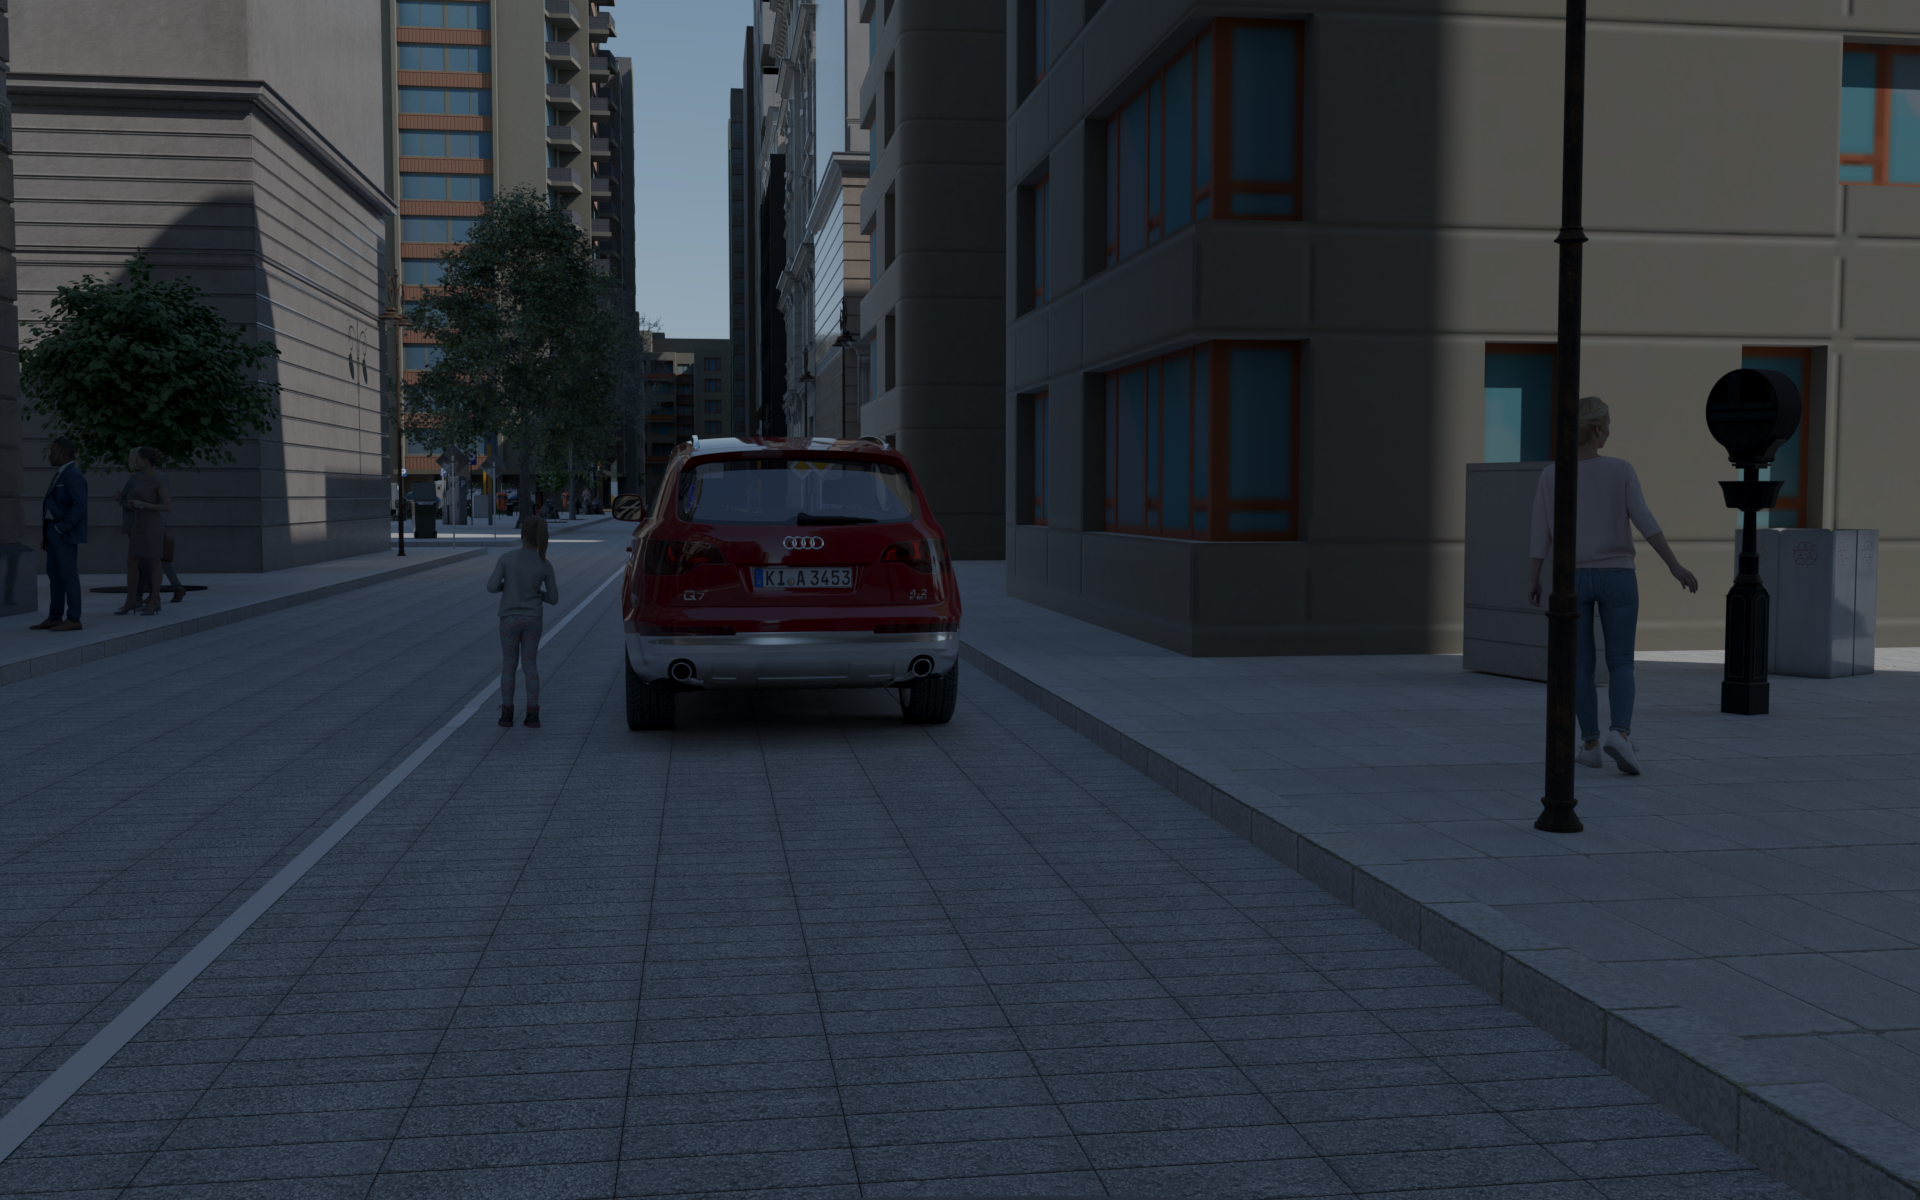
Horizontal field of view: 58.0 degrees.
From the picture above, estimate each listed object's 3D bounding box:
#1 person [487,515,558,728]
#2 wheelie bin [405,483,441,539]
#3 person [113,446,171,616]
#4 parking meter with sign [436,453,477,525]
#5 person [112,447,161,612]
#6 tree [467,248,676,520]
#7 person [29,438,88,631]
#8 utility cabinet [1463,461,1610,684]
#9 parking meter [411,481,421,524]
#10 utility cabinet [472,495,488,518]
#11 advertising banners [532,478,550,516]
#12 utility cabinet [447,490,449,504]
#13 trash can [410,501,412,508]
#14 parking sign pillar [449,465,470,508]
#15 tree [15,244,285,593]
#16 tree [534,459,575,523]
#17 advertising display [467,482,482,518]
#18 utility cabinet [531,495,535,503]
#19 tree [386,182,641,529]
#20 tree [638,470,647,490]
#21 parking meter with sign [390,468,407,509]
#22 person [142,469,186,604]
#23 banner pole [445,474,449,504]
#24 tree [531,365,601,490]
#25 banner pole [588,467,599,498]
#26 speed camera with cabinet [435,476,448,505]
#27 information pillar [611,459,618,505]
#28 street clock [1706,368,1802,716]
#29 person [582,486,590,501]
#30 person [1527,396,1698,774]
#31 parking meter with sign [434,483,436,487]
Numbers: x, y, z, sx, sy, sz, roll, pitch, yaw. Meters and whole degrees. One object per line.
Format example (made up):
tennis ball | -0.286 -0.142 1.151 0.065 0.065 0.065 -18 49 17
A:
person | -2.715 0.128 10.687 0.425 1.301 0.394 -3 4 -38
wheelie bin | -15.485 -2.570 49.930 0.980 1.594 0.693 -2 4 -26
person | -8.650 -0.730 18.325 0.599 1.781 0.374 2 4 29
parking meter with sign | -20.879 -4.636 72.055 1.738 3.016 0.543 2 4 34
person | -9.043 -0.778 18.947 0.526 1.800 0.537 0 4 -5
tree | -18.983 -10.663 84.709 12.009 13.543 11.850 0 3 0
person | -8.428 -0.615 16.287 0.721 1.800 0.419 3 5 41
utility cabinet | 3.993 -0.202 11.987 0.318 1.500 1.173 -1 4 -21
parking meter | -23.406 -4.208 74.515 0.399 1.863 0.255 0 4 -8
utility cabinet | -25.388 -4.939 91.919 1.020 1.237 0.306 -3 5 -40
advertising banners | -24.685 -6.438 101.454 2.074 3.025 0.090 -2 4 -31
utility cabinet | -24.609 -4.588 83.700 0.318 1.500 1.173 -1 4 -15
trash can | -35.283 -6.143 112.098 0.748 1.137 0.748 0 3 0
parking sign pillar | -32.657 -7.619 113.036 1.447 3.967 1.447 -1 4 -10
tree | -10.891 -2.402 22.993 4.285 4.588 4.351 0 3 0
tree | -18.205 -5.058 77.299 1.663 3.219 1.824 0 3 0
advertising display | -26.357 -5.415 93.742 0.974 1.923 0.123 0 4 -4
utility cabinet | -28.229 -6.339 114.807 0.306 1.237 1.020 2 4 35
tree | -16.143 -8.980 63.825 9.611 12.733 9.660 0 3 0
tree | -32.338 -11.314 168.689 4.285 4.588 4.351 0 3 0
parking meter with sign | -38.319 -7.436 117.836 1.738 3.016 0.543 3 5 43
person | -9.499 -0.865 20.310 0.709 1.813 0.853 1 4 13
banner pole | -34.463 -7.743 116.616 0.401 3.779 0.863 1 4 22
tree | -20.971 -8.754 93.485 4.737 8.622 4.395 0 3 0
banner pole | -23.577 -7.438 111.624 0.863 3.779 0.401 -1 4 -23
speed camera with cabinet | -35.535 -7.629 119.074 0.660 3.252 2.038 0 3 0
information pillar | -23.159 -7.632 116.132 0.504 3.616 0.183 1 4 21
street clock | 4.595 -0.337 10.081 0.358 2.002 0.471 -2 4 -30
person | -24.309 -6.519 112.977 0.599 1.781 0.374 0 4 -8
person | 3.035 -0.081 8.045 0.731 1.740 0.598 1 4 14
parking meter with sign | -34.704 -7.252 114.827 0.543 3.016 1.738 1 4 20
